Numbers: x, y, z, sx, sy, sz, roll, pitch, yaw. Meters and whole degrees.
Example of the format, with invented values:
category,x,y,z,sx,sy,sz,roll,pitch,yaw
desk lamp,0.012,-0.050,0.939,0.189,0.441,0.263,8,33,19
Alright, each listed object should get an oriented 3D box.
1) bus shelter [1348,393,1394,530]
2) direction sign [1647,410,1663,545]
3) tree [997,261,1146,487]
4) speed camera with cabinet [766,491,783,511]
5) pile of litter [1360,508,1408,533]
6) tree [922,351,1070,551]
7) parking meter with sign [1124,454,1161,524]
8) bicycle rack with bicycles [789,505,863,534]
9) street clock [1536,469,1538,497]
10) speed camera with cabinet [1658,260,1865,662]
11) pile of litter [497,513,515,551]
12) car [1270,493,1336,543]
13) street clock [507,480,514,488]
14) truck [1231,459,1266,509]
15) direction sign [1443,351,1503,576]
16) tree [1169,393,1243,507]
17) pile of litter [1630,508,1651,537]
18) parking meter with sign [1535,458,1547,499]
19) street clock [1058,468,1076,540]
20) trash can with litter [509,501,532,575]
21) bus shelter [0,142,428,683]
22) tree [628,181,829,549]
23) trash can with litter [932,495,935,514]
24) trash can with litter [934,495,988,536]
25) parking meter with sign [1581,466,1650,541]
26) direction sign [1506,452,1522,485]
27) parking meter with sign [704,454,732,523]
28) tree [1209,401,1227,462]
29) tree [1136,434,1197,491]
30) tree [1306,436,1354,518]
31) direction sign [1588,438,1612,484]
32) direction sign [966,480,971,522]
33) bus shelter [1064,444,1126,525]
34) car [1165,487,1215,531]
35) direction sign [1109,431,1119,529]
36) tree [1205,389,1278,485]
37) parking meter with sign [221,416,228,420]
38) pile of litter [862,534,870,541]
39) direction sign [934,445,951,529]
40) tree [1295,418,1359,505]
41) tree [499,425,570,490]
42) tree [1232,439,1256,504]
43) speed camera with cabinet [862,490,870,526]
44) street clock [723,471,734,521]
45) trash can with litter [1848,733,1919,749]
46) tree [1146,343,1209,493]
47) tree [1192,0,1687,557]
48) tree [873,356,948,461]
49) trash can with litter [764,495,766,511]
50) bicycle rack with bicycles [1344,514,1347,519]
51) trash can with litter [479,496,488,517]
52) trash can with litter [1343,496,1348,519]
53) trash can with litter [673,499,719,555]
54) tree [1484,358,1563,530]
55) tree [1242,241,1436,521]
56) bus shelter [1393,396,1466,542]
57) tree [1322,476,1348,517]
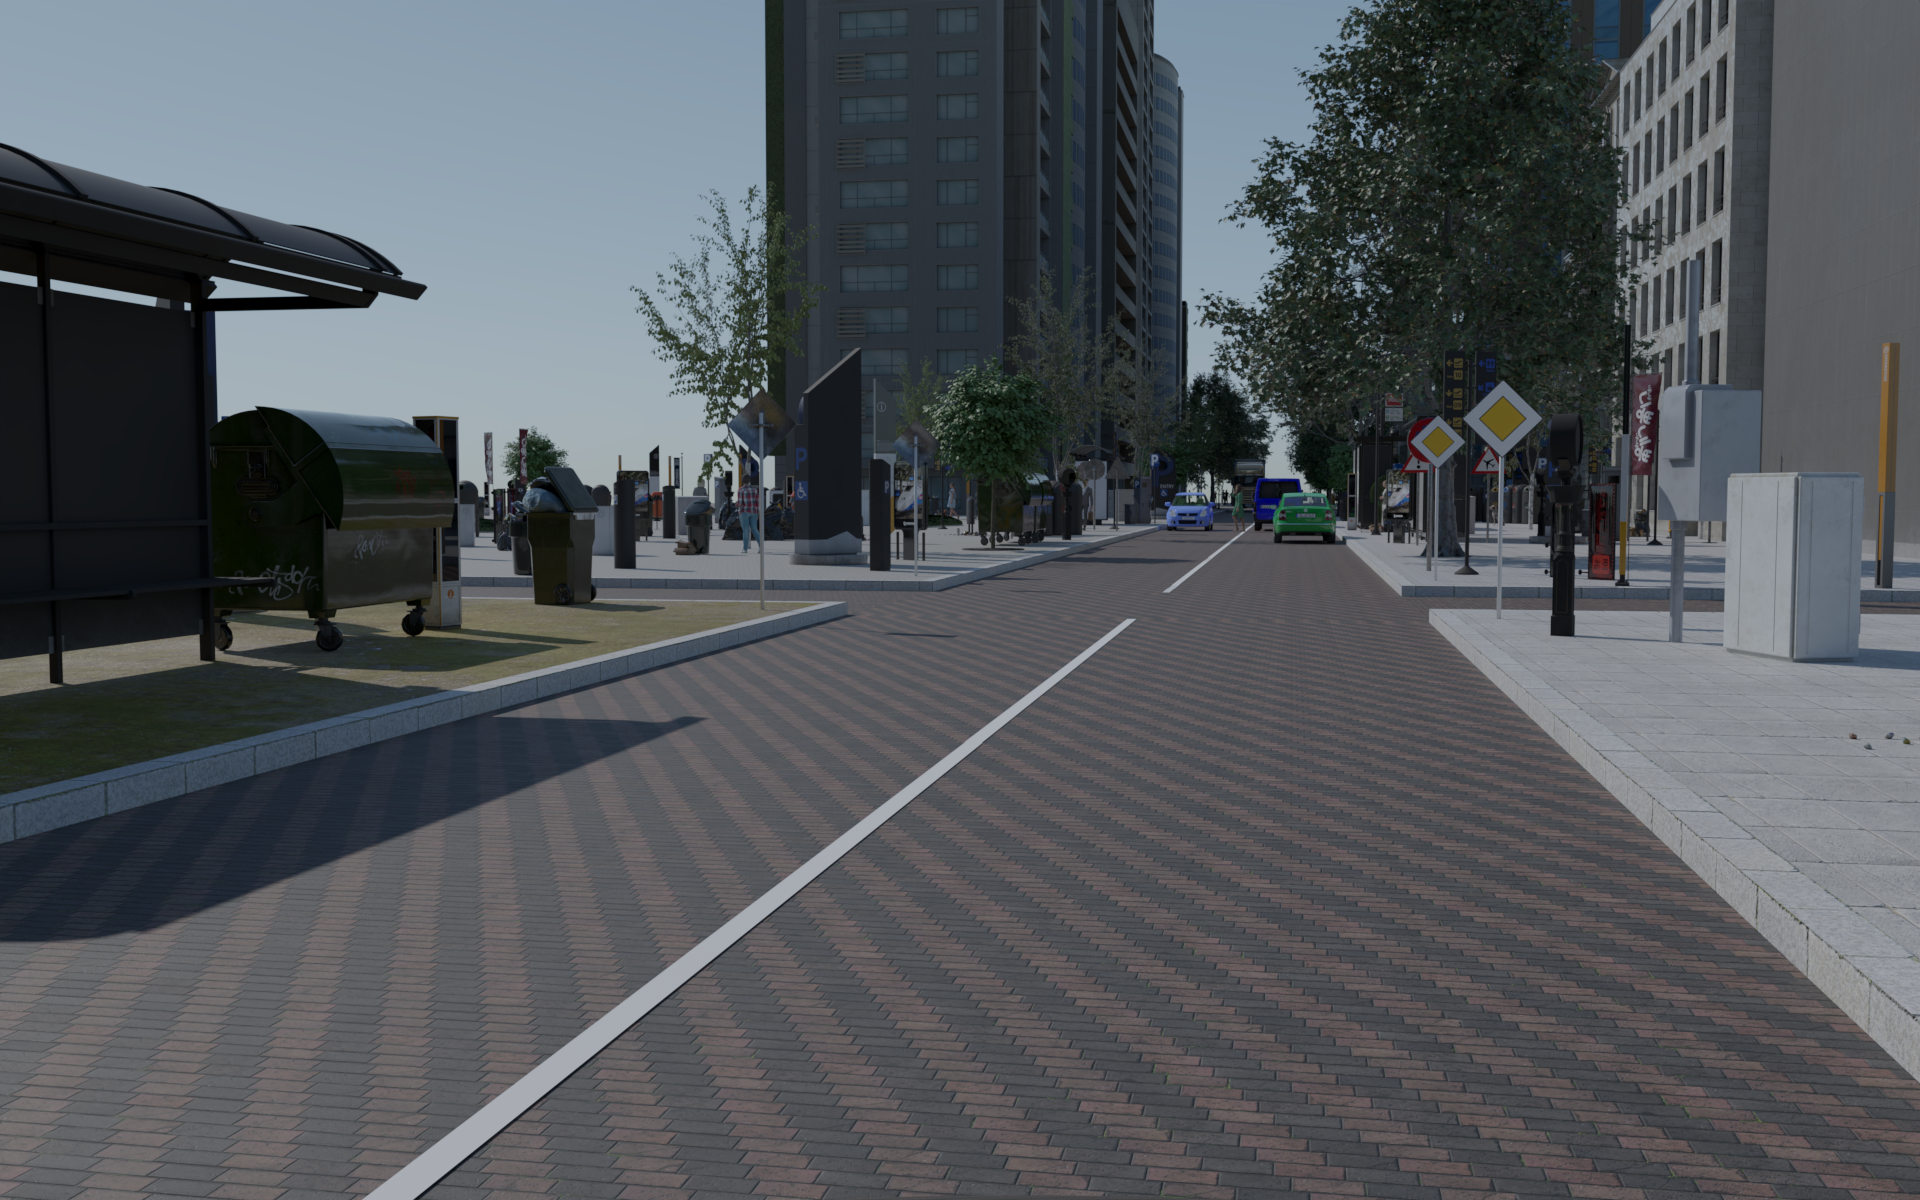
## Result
category,x,y,z,sx,sy,sz,roll,pitch,yaw
bus shelter,16.014,-5.427,66.363,2.179,5.291,8.768,1,4,11
direction sign,17.534,-3.156,43.592,0.379,3.537,0.876,-3,4,-36
tree,3.394,-6.431,55.505,4.360,8.622,3.978,0,3,0
speed camera with cabinet,-8.205,-5.411,82.805,2.038,3.252,0.660,-2,4,-24
pile of litter,14.246,-2.700,58.105,1.719,0.858,1.176,0,4,4
tree,0.801,-3.418,39.604,4.285,4.588,4.351,0,3,0
parking meter with sign,7.851,-4.803,74.786,1.738,3.016,0.543,-3,5,-40
bicycle rack with bicycles,-4.315,-2.480,53.923,2.852,0.926,2.925,1,4,15
street clock,16.244,-2.676,48.330,0.358,2.002,0.471,3,4,37
speed camera with cabinet,6.482,-1.209,14.097,0.660,3.252,2.038,0,4,-7
pile of litter,-9.983,-1.569,39.626,1.176,0.858,1.719,1,4,16
car,10.257,-2.625,51.720,1.959,1.807,4.718,1,4,10
street clock,-22.790,-5.118,88.241,0.471,2.002,0.358,0,4,0
truck,23.559,-9.293,140.846,2.839,4.237,11.283,1,4,10
direction sign,8.080,-2.172,27.517,0.876,3.537,0.379,-1,4,-9
tree,17.077,-10.674,124.888,4.737,8.622,4.395,0,3,0
pile of litter,20.258,-2.336,52.165,1.176,0.858,1.719,3,4,37
parking meter with sign,28.046,-5.347,83.679,0.543,3.016,1.738,1,4,14
street clock,2.985,-2.681,48.403,0.471,2.002,0.358,-2,4,-31
trash can with litter,-6.625,-0.987,27.528,1.055,1.170,0.624,0,4,0
bus shelter,-5.566,-1.028,10.724,2.014,3.302,5.546,1,4,11
tree,-5.204,-5.504,40.360,4.737,8.622,4.395,0,3,0
trash can with litter,-1.079,-5.304,97.781,1.678,1.210,2.233,2,4,34
trash can with litter,0.302,-2.596,53.499,1.678,1.210,2.233,-1,4,-11
parking meter with sign,17.946,-3.125,47.358,1.738,3.016,0.543,1,4,23
direction sign,29.899,-6.209,93.519,0.876,3.537,0.379,0,4,-1
parking meter with sign,-10.329,-4.859,75.711,0.543,3.016,1.738,3,5,45
tree,18.099,-11.076,131.460,4.360,8.622,3.978,0,3,0
tree,11.221,-6.762,94.278,4.285,4.588,4.351,0,3,0
tree,21.408,-6.715,93.510,4.285,4.588,4.351,0,3,0
direction sign,25.029,-4.635,67.785,0.876,3.537,0.379,1,4,9
direction sign,0.470,-5.420,80.606,0.379,3.537,0.876,-1,4,-10
bus shelter,5.760,-4.863,73.432,2.014,3.302,5.546,1,4,11
car,9.082,-3.588,68.263,1.945,1.707,3.694,1,4,11
direction sign,5.626,-4.345,63.041,0.379,3.537,0.876,1,4,12
tree,32.023,-17.984,200.693,9.857,13.997,8.962,0,3,0
parking meter with sign,-16.155,-2.546,37.890,0.543,3.016,1.738,0,4,-2
pile of litter,-3.381,-2.077,47.920,1.719,0.858,1.176,1,4,15
direction sign,-0.638,-4.348,63.087,0.379,3.537,0.876,-3,5,-43
tree,45.371,-18.283,217.047,7.486,12.596,7.792,0,3,0
tree,-20.143,-5.986,81.590,4.285,4.588,4.351,0,3,0
tree,33.903,-17.070,213.507,7.601,10.594,8.767,0,4,5
speed camera with cabinet,-4.489,-4.664,70.594,2.038,3.252,0.660,1,4,21
street clock,-7.104,-2.978,53.255,0.358,2.002,0.471,0,4,-5
trash can with litter,5.637,0.171,8.260,1.678,1.210,2.233,-2,4,-24
tree,8.865,-8.110,82.962,4.360,8.622,3.978,0,3,0
tree,9.865,-7.232,35.247,9.611,12.733,9.660,0,3,0
tree,-2.372,-8.639,91.605,4.737,8.622,4.395,0,3,0
trash can with litter,-9.964,-4.649,87.073,2.233,1.210,1.678,3,5,40
bicycle rack with bicycles,20.650,-4.504,87.016,2.925,0.926,2.852,1,4,11
trash can with litter,-23.568,-4.488,84.761,0.624,1.170,1.055,0,4,6
trash can with litter,20.445,-4.814,90.099,1.055,1.170,0.624,-1,4,-18
trash can with litter,-5.606,-1.545,36.643,0.624,1.170,1.055,1,4,20
tree,20.567,-6.851,62.370,4.360,8.622,3.978,0,3,0
tree,19.086,-10.559,83.008,12.009,13.543,11.850,0,3,0
bus shelter,14.032,-4.438,50.186,2.179,5.291,8.768,1,4,11
tree,21.450,-6.298,97.581,1.663,3.219,1.824,0,3,0
